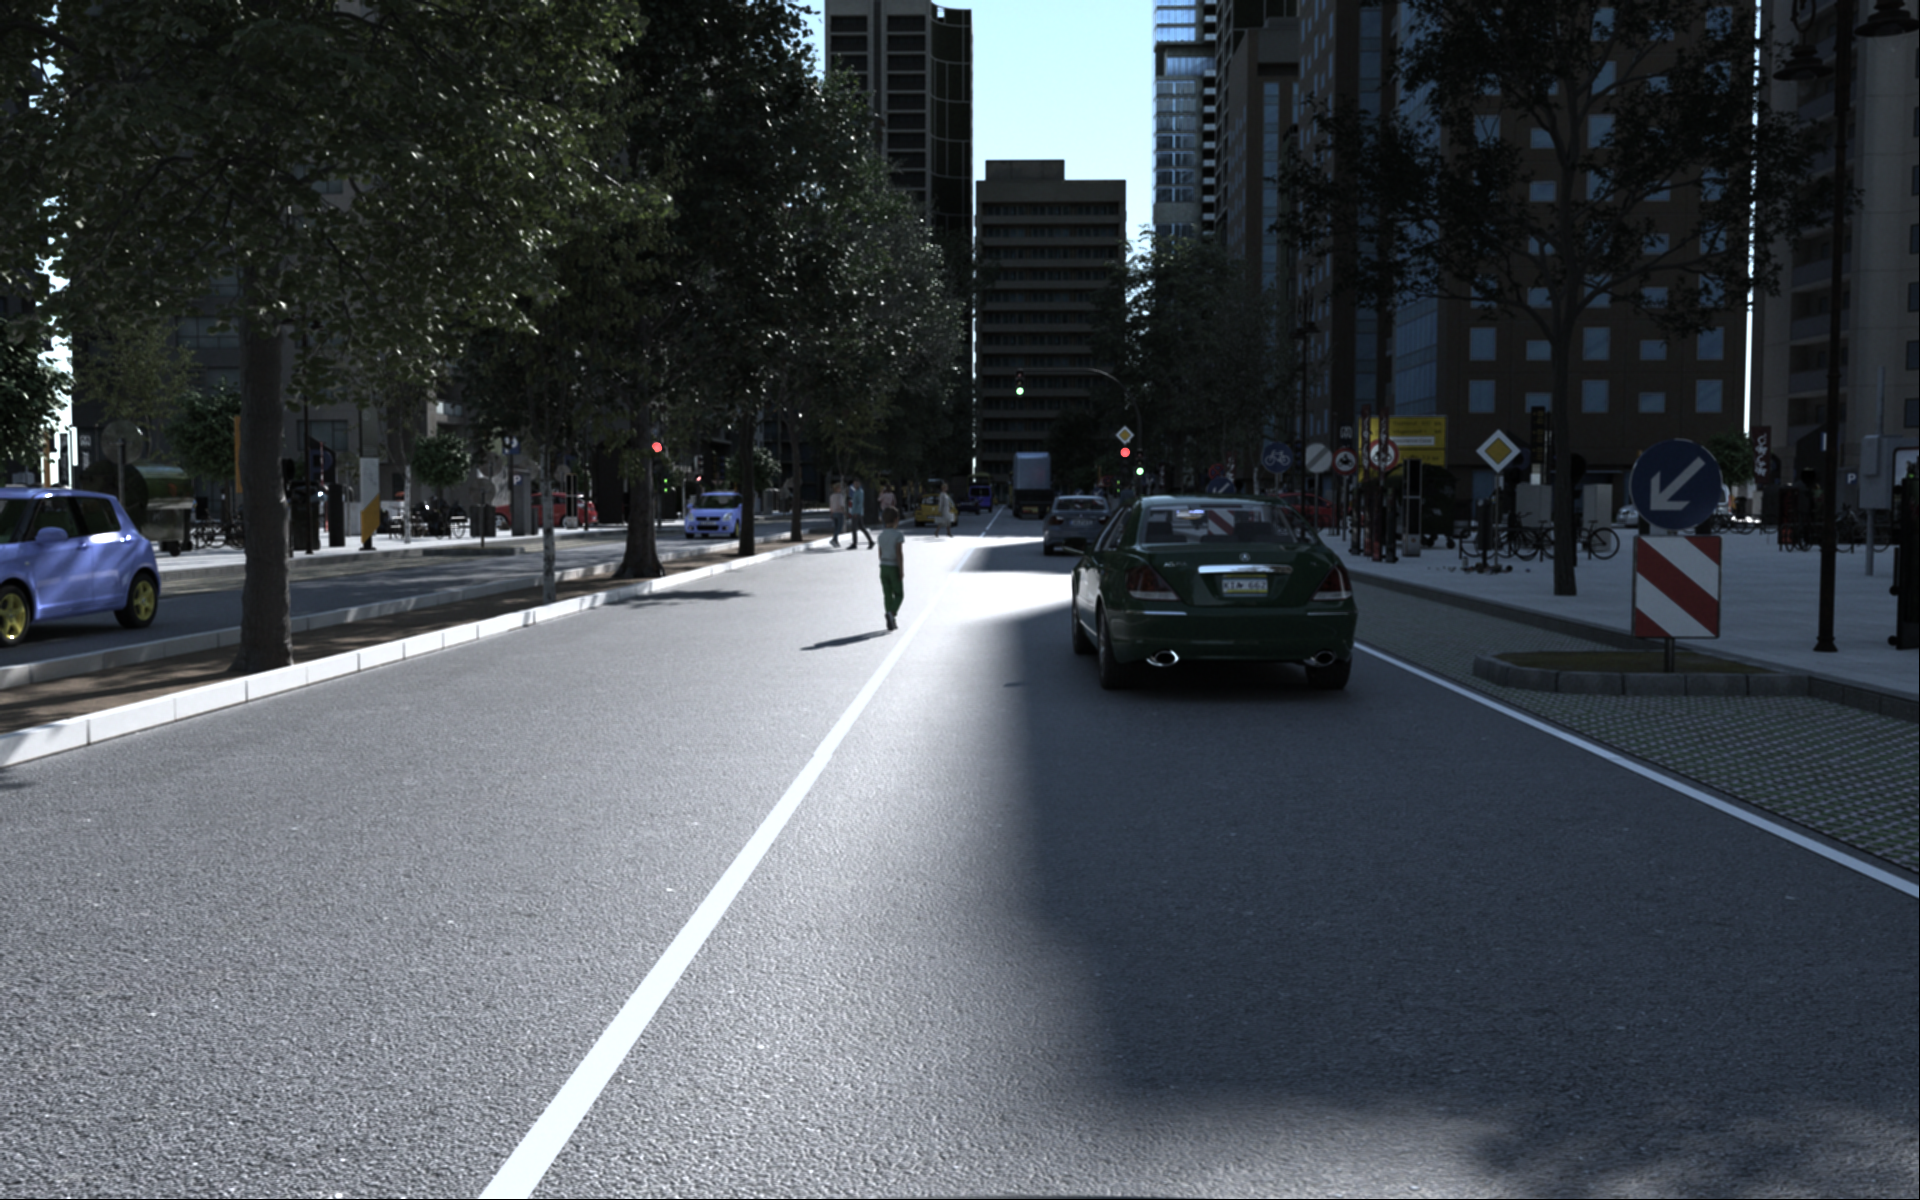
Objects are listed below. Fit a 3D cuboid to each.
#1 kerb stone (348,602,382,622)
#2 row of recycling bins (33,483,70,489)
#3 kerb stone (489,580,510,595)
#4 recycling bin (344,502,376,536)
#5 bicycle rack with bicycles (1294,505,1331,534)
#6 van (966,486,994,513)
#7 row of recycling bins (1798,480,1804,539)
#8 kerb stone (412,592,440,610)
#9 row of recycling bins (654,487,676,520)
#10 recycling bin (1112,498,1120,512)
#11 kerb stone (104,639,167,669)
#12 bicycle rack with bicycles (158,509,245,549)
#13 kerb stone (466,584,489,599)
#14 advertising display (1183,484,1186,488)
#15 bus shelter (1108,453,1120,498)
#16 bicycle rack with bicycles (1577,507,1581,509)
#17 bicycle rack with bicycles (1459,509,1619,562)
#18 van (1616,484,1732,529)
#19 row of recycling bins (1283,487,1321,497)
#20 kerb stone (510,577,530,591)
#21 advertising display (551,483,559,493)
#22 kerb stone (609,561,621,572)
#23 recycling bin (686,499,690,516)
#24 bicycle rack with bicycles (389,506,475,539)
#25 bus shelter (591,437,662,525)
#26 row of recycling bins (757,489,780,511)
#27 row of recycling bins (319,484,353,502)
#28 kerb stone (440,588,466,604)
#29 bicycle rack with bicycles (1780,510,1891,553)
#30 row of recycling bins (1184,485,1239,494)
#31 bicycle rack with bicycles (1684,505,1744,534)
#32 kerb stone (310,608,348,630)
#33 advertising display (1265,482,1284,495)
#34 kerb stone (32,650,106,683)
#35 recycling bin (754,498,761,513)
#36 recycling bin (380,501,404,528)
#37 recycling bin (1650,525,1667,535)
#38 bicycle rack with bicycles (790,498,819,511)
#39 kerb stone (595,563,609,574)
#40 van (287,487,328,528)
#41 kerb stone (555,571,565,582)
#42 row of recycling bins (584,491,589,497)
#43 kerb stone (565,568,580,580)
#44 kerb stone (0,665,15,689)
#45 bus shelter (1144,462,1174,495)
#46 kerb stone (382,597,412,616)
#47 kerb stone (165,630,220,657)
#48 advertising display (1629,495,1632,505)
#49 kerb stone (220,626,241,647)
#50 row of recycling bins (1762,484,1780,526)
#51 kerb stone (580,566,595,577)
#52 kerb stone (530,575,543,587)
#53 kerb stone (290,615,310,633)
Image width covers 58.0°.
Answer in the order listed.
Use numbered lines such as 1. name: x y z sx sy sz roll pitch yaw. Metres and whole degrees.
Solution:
1. kerb stone: -6.835 0.154 19.673 0.120 0.150 1.000 0 4 2
2. row of recycling bins: -34.286 -3.478 63.982 3.534 1.692 1.069 1 4 22
3. kerb stone: -6.685 -0.159 24.801 0.120 0.150 1.000 0 4 2
4. recycling bin: -18.492 -2.493 53.318 0.722 1.027 0.722 2 4 32
5. bicycle rack with bicycles: 10.687 -2.616 56.161 2.925 0.926 2.852 0 4 -4
6. van: 1.560 -8.018 135.482 2.240 2.365 5.245 0 4 1
7. row of recycling bins: 25.645 -2.604 49.691 3.534 1.692 1.069 1 4 11
8. kerb stone: -6.779 0.029 21.723 0.120 0.150 1.000 0 4 2
9. row of recycling bins: -14.978 -4.949 88.028 1.069 1.692 3.534 -1 4 -15
10. recycling bin: 10.058 -5.884 108.764 0.722 1.027 0.722 -3 4 -36
11. kerb stone: -6.993 0.469 14.556 0.120 0.150 1.000 0 4 2
12. bicycle rack with bicycles: -17.373 -1.671 40.697 2.925 0.926 2.852 -1 4 -8
13. kerb stone: -6.711 -0.096 23.774 0.120 0.150 1.000 0 4 2
14. advertising display: 18.025 -8.249 140.076 0.123 1.923 0.974 3 5 42
15. bus shelter: 12.764 -9.957 140.430 2.179 5.291 8.768 0 4 2
16. bicycle rack with bicycles: 17.418 -2.239 49.991 2.852 0.926 2.925 2 4 35
17. bicycle rack with bicycles: 11.096 -1.274 34.209 2.852 0.926 2.925 -3 5 -40
18. van: 27.690 -3.685 67.254 4.112 2.044 2.013 0 4 2
19. row of recycling bins: 20.273 -6.023 105.581 3.534 1.692 1.069 2 4 27
20. kerb stone: -6.654 -0.222 25.822 0.120 0.150 1.000 0 4 2
21. advertising display: -22.780 -5.622 97.126 0.123 1.923 0.974 1 4 17
22. kerb stone: -6.472 -0.597 31.962 0.120 0.150 1.000 0 4 2
23. recycling bin: -17.575 -6.189 113.745 0.722 1.027 0.722 -1 4 -11
24. bicycle rack with bicycles: -15.403 -2.236 49.941 2.852 0.926 2.925 0 4 7
25. bus shelter: -14.322 -5.099 74.646 1.731 3.624 6.357 0 4 2
26. row of recycling bins: -14.391 -7.556 130.661 1.069 1.692 3.534 1 4 12
27. row of recycling bins: -27.414 -4.031 73.014 3.534 1.692 1.069 -2 4 -31
28. kerb stone: -6.743 -0.034 22.746 0.120 0.150 1.000 0 4 2
29. bicycle rack with bicycles: 19.481 -1.547 38.678 2.925 0.926 2.852 -2 4 -26
30. row of recycling bins: 12.588 -4.860 86.568 3.534 1.692 1.069 -3 4 -37
31. bicycle rack with bicycles: 24.830 -2.605 55.972 2.925 0.926 2.852 2 4 30
32. kerb stone: -6.864 0.220 18.646 0.120 0.150 1.000 0 4 2
33. advertising display: 16.447 -5.230 90.732 0.974 1.923 0.123 1 4 12
34. kerb stone: -7.018 0.534 13.534 0.120 0.150 1.000 0 4 2
35. recycling bin: -13.633 -6.256 114.845 0.722 1.027 0.722 1 4 15
36. recycling bin: -20.793 -3.116 63.505 0.722 1.027 0.722 0 4 -4
37. recycling bin: 20.499 -2.319 50.462 0.722 1.027 0.722 1 4 22
38. bicycle rack with bicycles: -13.048 -7.973 143.739 2.925 0.926 2.852 -2 4 -28
39. kerb stone: -6.501 -0.535 30.940 0.120 0.150 1.000 0 4 2
40. van: -25.962 -3.734 68.069 4.112 2.044 2.013 0 4 3
41. kerb stone: -6.590 -0.347 27.865 0.120 0.150 1.000 0 4 2
42. row of recycling bins: -32.433 -8.542 146.772 3.534 1.692 1.069 1 4 19
43. kerb stone: -6.568 -0.409 28.890 0.120 0.150 1.000 0 4 2
44. kerb stone: -7.058 0.593 12.499 0.120 0.150 1.000 0 4 2
45. bus shelter: 12.936 -7.202 111.678 2.014 3.302 5.546 0 4 2
46. kerb stone: -6.806 0.092 20.694 0.120 0.150 1.000 0 4 2
47. kerb stone: -6.968 0.405 15.577 0.120 0.150 1.000 0 4 2
48. advertising display: 27.912 -4.019 70.929 0.974 1.923 0.123 0 4 6
49. kerb stone: -6.931 0.342 16.599 0.120 0.150 1.000 0 4 2
50. row of recycling bins: 34.258 -3.910 71.037 3.534 1.692 1.069 -2 4 -31
51. kerb stone: -6.531 -0.472 29.919 0.120 0.150 1.000 0 4 2
52. kerb stone: -6.629 -0.284 26.844 0.120 0.150 1.000 0 4 2
53. kerb stone: -6.905 0.282 17.625 0.120 0.150 1.000 0 4 2
